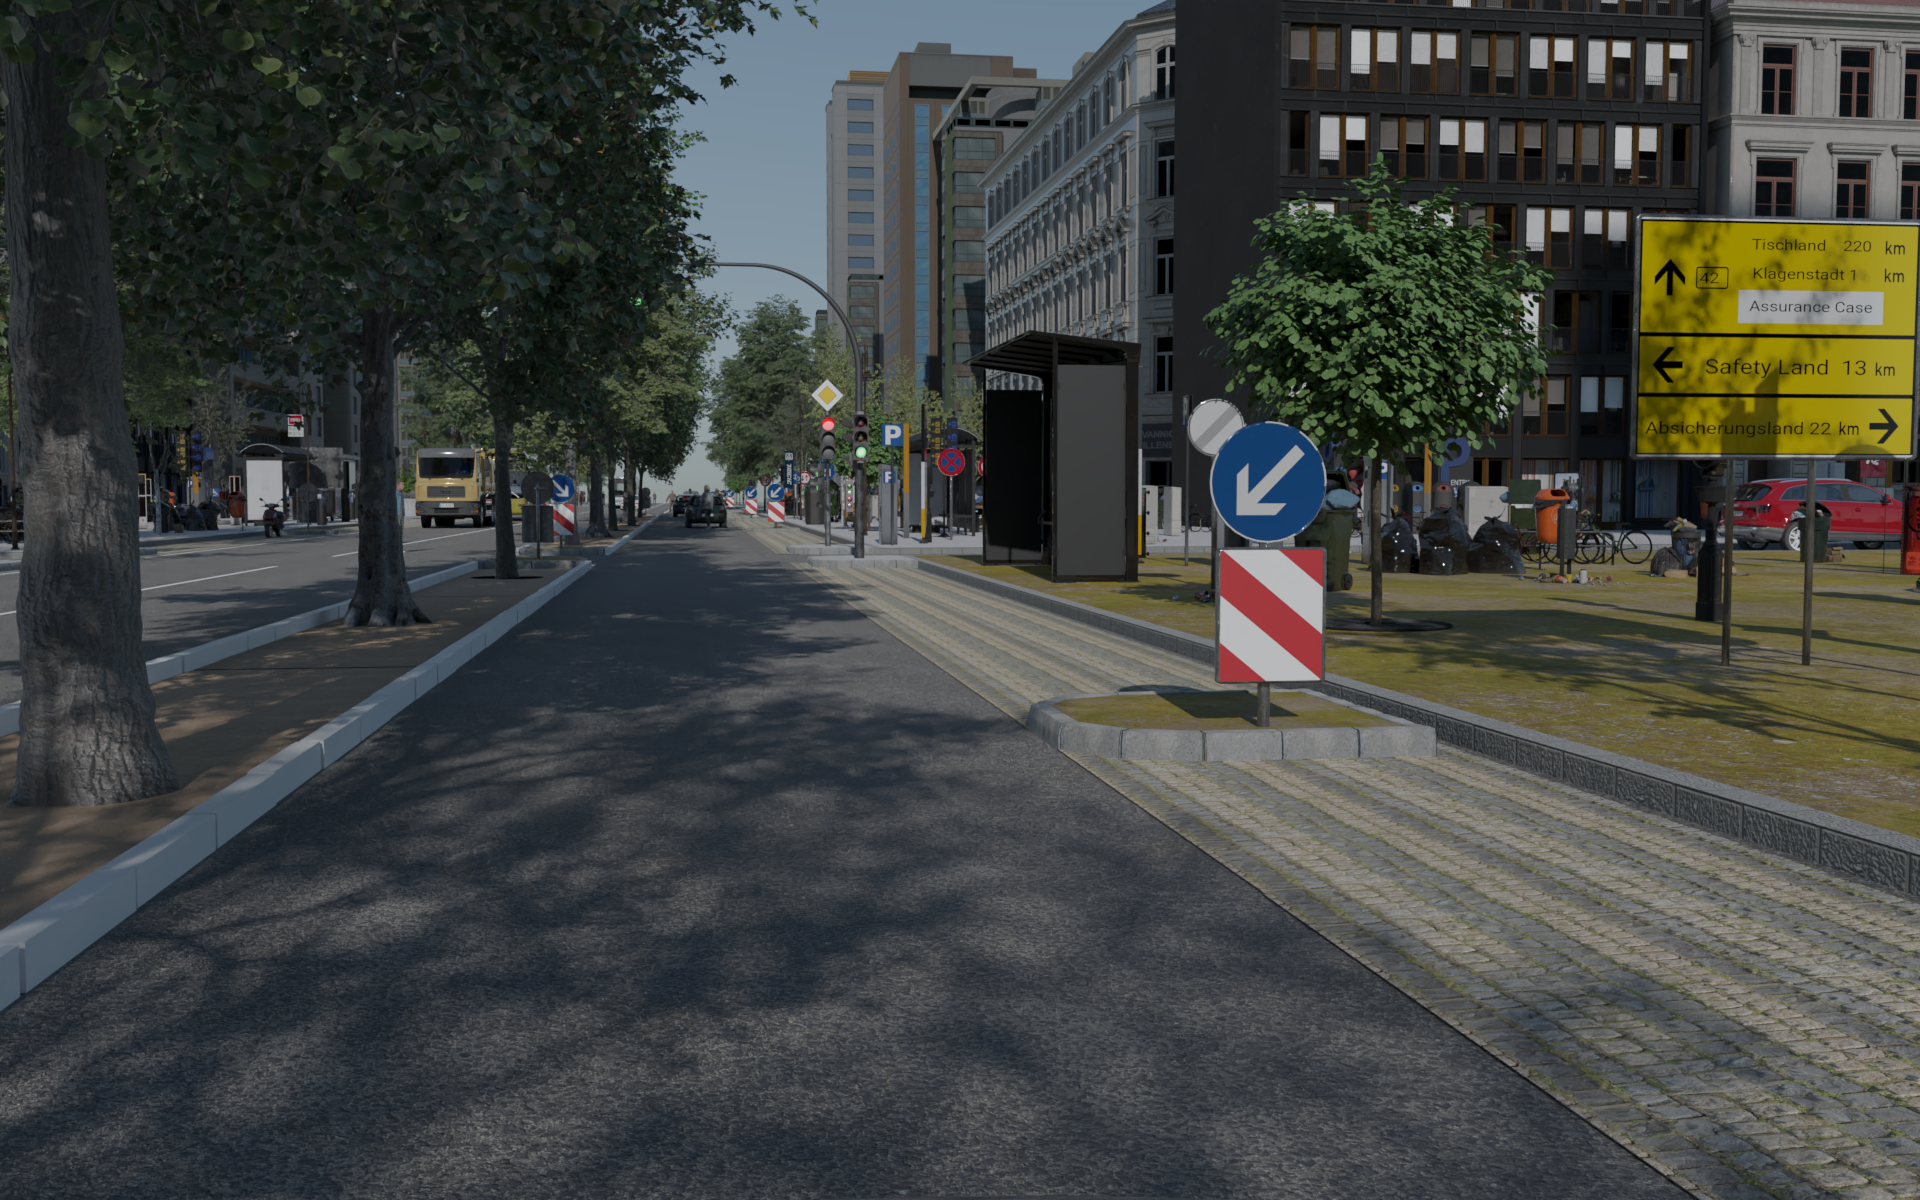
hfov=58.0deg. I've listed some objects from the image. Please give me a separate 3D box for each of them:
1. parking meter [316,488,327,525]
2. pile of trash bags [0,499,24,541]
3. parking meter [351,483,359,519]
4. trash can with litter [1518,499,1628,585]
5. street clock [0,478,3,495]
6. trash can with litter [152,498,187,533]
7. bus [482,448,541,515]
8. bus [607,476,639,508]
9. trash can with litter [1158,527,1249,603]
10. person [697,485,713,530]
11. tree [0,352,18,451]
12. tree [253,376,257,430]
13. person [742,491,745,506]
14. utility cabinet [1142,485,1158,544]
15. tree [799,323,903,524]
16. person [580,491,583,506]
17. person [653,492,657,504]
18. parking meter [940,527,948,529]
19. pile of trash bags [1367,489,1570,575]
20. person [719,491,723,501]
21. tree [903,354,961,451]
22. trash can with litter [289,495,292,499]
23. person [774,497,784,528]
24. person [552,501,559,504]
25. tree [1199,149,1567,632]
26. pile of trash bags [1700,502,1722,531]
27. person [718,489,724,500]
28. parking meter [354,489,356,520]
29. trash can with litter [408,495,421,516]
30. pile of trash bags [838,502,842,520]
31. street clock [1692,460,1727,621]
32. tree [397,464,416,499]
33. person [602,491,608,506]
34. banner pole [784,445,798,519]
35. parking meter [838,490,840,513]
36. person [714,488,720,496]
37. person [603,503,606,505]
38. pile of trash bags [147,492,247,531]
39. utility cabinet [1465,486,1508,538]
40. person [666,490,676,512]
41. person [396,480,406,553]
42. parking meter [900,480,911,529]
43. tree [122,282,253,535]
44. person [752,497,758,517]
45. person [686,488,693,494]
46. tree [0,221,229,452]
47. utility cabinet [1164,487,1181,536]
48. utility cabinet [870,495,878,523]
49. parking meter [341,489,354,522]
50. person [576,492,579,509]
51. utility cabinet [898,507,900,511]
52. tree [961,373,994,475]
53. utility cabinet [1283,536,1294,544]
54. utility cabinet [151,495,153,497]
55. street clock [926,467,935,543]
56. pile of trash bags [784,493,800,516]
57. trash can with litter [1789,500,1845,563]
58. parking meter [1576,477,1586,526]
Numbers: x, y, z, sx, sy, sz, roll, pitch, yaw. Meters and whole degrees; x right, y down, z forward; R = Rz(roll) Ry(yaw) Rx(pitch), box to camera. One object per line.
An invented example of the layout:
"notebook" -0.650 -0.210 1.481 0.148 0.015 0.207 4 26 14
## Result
"parking meter" -26.252 -3.842 71.222 0.372 1.533 0.369 0 3 0
"pile of trash bags" -25.999 -2.391 48.844 1.912 1.369 3.447 2 4 32
"parking meter" -31.481 -5.168 90.211 0.399 1.863 0.255 3 5 39
"trash can with litter" 9.121 -0.884 25.512 1.678 1.210 2.233 2 4 31
"street clock" -39.316 -4.044 70.688 0.471 2.002 0.358 -2 4 -26
"trash can with litter" -26.004 -2.788 56.964 1.055 1.170 0.624 -1 4 -20
"bus" -24.795 -6.361 95.549 2.896 3.916 12.252 -1 4 -10
"bus" -33.237 -10.832 171.956 2.948 3.499 13.247 -1 4 -9
"trash can with litter" 3.385 -0.602 20.896 1.678 1.210 2.233 0 4 -2
"person" -10.112 -3.682 68.887 0.709 1.800 0.728 -2 4 -33
"tree" -35.545 -6.837 62.153 4.737 8.622 4.395 0 3 0
"tree" -36.890 -8.288 85.870 4.360 8.622 3.978 0 3 0
"person" -24.512 -11.450 195.726 0.705 1.822 1.348 0 4 -6
"utility cabinet" 4.475 -2.158 43.970 1.173 1.500 0.318 -2 4 -32
"tree" -4.960 -7.567 74.079 4.737 8.622 4.395 0 3 0
"person" -46.041 -12.366 210.643 0.705 1.831 1.348 -2 4 -25
"person" -43.658 -14.601 247.759 0.617 1.759 0.750 -1 4 -21
"parking meter" -0.614 -3.596 64.498 0.399 1.863 0.255 -3 5 -41
"pile of trash bags" 8.563 -1.147 28.504 3.447 1.369 1.912 -1 4 -21
"person" -19.813 -8.207 143.600 0.530 1.710 0.541 1 4 18
"tree" -2.596 -8.558 90.279 4.737 8.622 4.395 0 3 0
"trash can with litter" -40.984 -5.864 106.925 1.678 1.210 2.233 1 4 16
"person" -7.684 -3.965 73.514 0.466 1.800 0.511 0 4 2
"person" -34.971 -8.504 150.767 0.991 1.433 0.599 -1 4 -13
"tree" 4.032 -2.021 16.765 4.285 4.588 4.351 0 3 0
"pile of trash bags" 26.490 -3.003 58.844 3.447 1.369 1.912 -2 4 -24
"person" -22.293 -9.249 159.359 1.348 1.869 0.705 -3 5 -40
"parking meter" -30.241 -4.748 86.048 0.372 1.533 0.369 0 3 0
"trash can with litter" -32.179 -5.467 100.446 2.233 1.210 1.678 -2 4 -33
"pile of trash bags" -4.994 -4.653 85.834 1.912 1.369 3.447 -1 4 -11
"street clock" 7.603 -0.792 17.525 0.358 2.002 0.471 -1 4 -11
"tree" -31.024 -6.293 97.496 1.663 3.219 1.824 0 3 0
"person" -43.344 -12.364 210.670 0.705 1.822 1.348 2 4 34
"banner pole" -8.513 -5.989 87.943 0.863 3.779 0.401 -1 4 -13
"parking meter" -7.451 -5.917 105.158 0.372 1.533 0.369 0 3 0
"person" -14.317 -5.677 101.740 0.576 1.772 0.534 0 4 -7
"person" -47.609 -13.639 231.513 0.705 1.822 1.348 2 4 35
"pile of trash bags" -26.522 -3.116 60.699 3.447 1.369 1.912 1 4 14
"utility cabinet" 15.163 -2.520 49.889 1.173 1.500 0.318 -1 4 -8
"person" -22.605 -7.761 135.940 0.990 1.755 0.434 -1 4 -15
"person" -13.692 -2.035 42.115 0.444 1.785 0.601 2 4 24
"parking meter" -2.021 -3.579 64.231 0.399 1.863 0.255 3 5 39
"tree" -25.239 -6.341 54.037 4.360 8.622 3.978 0 3 0
"person" -12.984 -6.124 109.631 0.522 1.701 0.512 -1 4 -12
"person" -17.622 -6.381 113.031 0.606 1.804 0.583 0 4 -8
"tree" -23.719 -7.868 46.774 7.486 12.596 7.792 0 3 0
"utility cabinet" 6.542 -2.726 53.246 0.318 1.500 1.173 0 4 -5
"utility cabinet" -3.964 -4.100 78.199 0.306 1.237 1.020 -1 4 -18
"parking meter" -28.123 -4.333 79.257 0.372 1.533 0.369 0 3 0
"person" -36.875 -9.561 166.284 0.415 1.643 0.593 3 5 42
"utility cabinet" -4.387 -6.217 110.326 1.173 1.500 0.318 1 4 13
"tree" 0.554 -9.422 104.414 4.737 8.622 4.395 0 3 0
"utility cabinet" 8.240 -2.164 44.068 1.173 1.500 0.318 -3 5 -44
"utility cabinet" -39.376 -4.489 84.555 0.306 1.237 1.020 -3 4 -39
"street clock" -0.832 -2.512 45.646 0.358 2.002 0.471 0 4 -1
"pile of trash bags" -9.583 -5.682 102.654 1.912 1.369 3.447 -2 4 -32
"trash can with litter" 16.168 -1.298 32.615 1.055 1.170 0.624 -2 4 -34
"parking meter" 21.171 -3.277 59.291 0.399 1.863 0.255 0 4 5
